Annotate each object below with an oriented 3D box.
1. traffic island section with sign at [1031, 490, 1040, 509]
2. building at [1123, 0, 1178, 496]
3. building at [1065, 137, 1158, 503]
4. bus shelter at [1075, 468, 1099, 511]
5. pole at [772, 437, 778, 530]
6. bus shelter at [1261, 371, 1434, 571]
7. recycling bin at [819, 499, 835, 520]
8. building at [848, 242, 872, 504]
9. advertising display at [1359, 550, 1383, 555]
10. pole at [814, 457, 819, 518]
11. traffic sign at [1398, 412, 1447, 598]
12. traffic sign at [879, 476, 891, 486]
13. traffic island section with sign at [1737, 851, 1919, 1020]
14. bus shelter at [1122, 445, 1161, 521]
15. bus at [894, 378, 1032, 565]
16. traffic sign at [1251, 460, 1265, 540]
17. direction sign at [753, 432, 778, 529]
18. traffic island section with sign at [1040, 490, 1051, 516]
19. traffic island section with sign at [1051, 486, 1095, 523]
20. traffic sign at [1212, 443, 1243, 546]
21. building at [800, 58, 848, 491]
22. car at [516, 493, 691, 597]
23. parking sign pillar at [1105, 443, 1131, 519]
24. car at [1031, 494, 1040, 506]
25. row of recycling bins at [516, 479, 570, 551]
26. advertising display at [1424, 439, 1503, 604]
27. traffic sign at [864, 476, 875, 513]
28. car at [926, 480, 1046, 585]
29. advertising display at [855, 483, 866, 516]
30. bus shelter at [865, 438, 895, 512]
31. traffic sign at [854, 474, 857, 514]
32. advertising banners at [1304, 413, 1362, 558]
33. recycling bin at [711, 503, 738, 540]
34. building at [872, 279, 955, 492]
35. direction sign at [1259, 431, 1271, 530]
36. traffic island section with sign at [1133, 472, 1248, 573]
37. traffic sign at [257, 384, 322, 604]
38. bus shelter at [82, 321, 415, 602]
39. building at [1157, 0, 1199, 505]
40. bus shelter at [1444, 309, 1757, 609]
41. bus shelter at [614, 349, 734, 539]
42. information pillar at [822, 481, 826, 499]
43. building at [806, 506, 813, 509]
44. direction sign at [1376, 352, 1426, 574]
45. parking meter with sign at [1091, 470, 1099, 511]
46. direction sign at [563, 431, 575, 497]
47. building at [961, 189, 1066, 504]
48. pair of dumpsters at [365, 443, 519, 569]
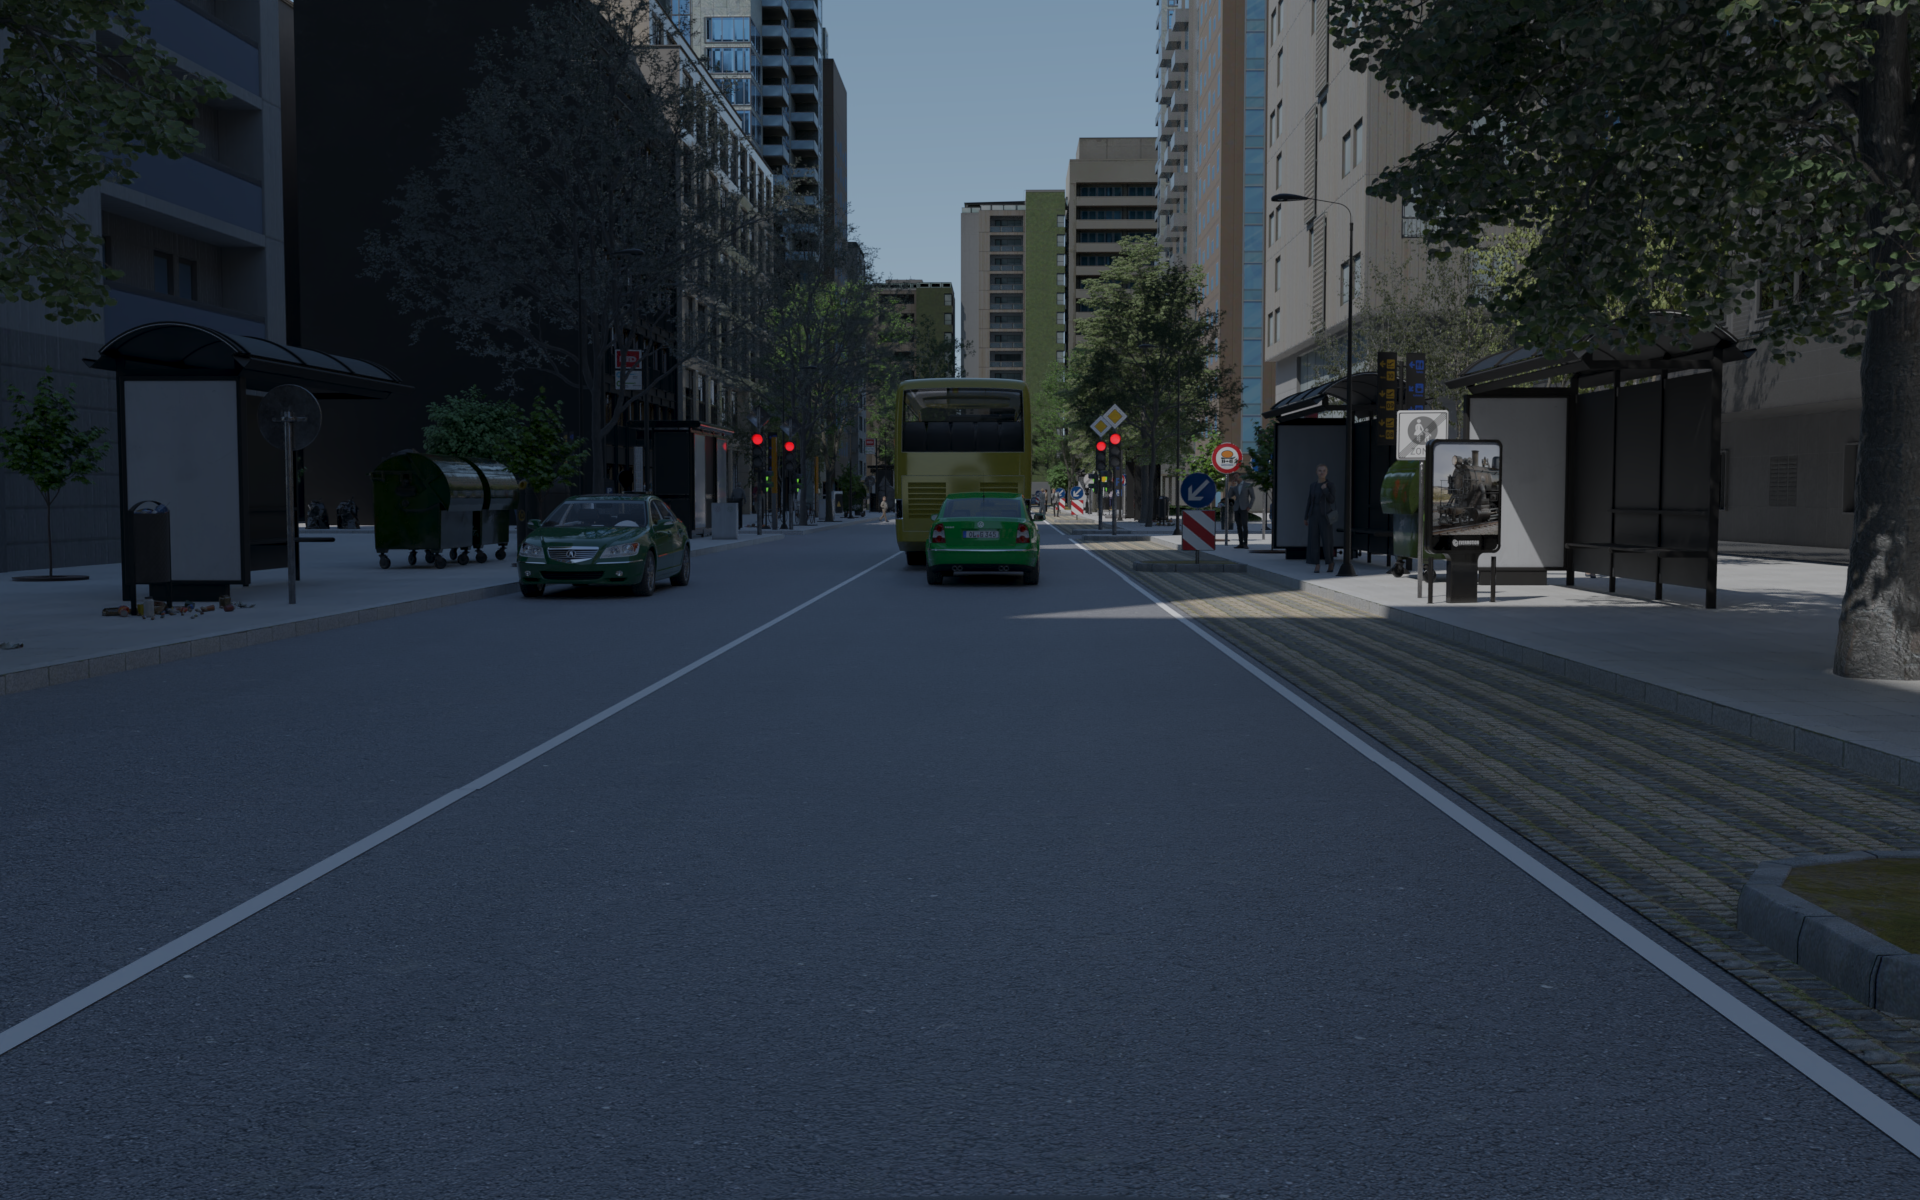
[{"bbox_3d":[7.783,-9.485,163.702,1.989,1.847,2.006,0,4,2],"label":"traffic island section with sign"},{"bbox_3d":[29.887,-53.493,187.283,22.319,86.520,31.000,0,4,2],"label":"building"},{"bbox_3d":[25.112,-37.573,238.017,21.600,48.544,21.300,0,4,2],"label":"building"},{"bbox_3d":[9.806,-8.388,131.072,2.014,3.302,5.546,0,4,1],"label":"bus shelter"},{"bbox_3d":[-6.633,-4.167,61.968,0.158,3.312,0.155,0,3,0],"label":"pole"},{"bbox_3d":[6.863,-2.289,31.355,2.014,3.302,5.546,0,4,1],"label":"bus shelter"},{"bbox_3d":[-6.678,-4.543,86.832,0.722,1.027,0.722,0,4,4],"label":"recycling bin"},{"bbox_3d":[-18.021,-26.161,199.431,14.107,30.474,14.160,0,4,2],"label":"building"},{"bbox_3d":[8.802,-1.923,36.656,0.123,1.923,0.974,-2,4,-35],"label":"advertising display"},{"bbox_3d":[-7.819,-6.147,94.343,0.158,3.312,0.155,0,3,0],"label":"pole"},{"bbox_3d":[5.672,-1.173,21.306,0.606,2.300,0.079,1,4,9],"label":"traffic sign"},{"bbox_3d":[-5.244,-7.389,120.807,0.884,2.594,0.081,0,4,4],"label":"traffic sign"},{"bbox_3d":[3.526,0.212,5.168,1.989,1.847,2.006,0,4,2],"label":"traffic island section with sign"},{"bbox_3d":[8.857,-5.752,85.335,1.731,3.624,6.357,0,4,1],"label":"bus shelter"},{"bbox_3d":[0.132,-2.828,37.790,2.896,3.916,12.252,0,4,1],"label":"bus"},{"bbox_3d":[8.529,-2.965,48.580,0.768,2.556,0.104,1,4,9],"label":"traffic sign"},{"bbox_3d":[-7.105,-4.365,63.369,0.876,3.537,0.379,0,4,1],"label":"direction sign"},{"bbox_3d":[6.443,-6.420,113.602,1.989,1.847,2.006,0,4,2],"label":"traffic island section with sign"},{"bbox_3d":[5.717,-4.767,86.574,1.989,1.847,2.006,0,4,2],"label":"traffic island section with sign"},{"bbox_3d":[6.618,-2.621,42.963,0.768,2.556,0.104,0,4,7],"label":"traffic sign"},{"bbox_3d":[-18.928,-32.154,175.835,14.600,45.320,14.200,0,4,2],"label":"building"},{"bbox_3d":[-5.198,-0.852,25.736,2.131,1.459,4.920,0,4,1],"label":"car"},{"bbox_3d":[8.352,-6.281,91.164,1.447,3.967,1.447,0,4,5],"label":"parking sign pillar"},{"bbox_3d":[8.610,-11.698,203.262,2.014,1.417,4.499,0,3,0],"label":"car"},{"bbox_3d":[-8.771,-1.802,36.568,1.069,1.692,3.534,-1,4,-18],"label":"row of recycling bins"},{"bbox_3d":[5.910,-0.926,20.352,0.974,1.923,0.123,-1,4,-17],"label":"advertising display"},{"bbox_3d":[-6.236,-7.310,119.626,0.768,2.556,0.104,1,4,11],"label":"traffic sign"},{"bbox_3d":[0.440,-1.219,28.720,1.959,1.807,4.718,0,4,3],"label":"car"},{"bbox_3d":[-6.062,-5.964,102.723,0.974,1.923,0.123,0,4,4],"label":"advertising display"},{"bbox_3d":[-5.695,-9.161,127.413,2.179,5.291,8.768,0,4,1],"label":"bus shelter"},{"bbox_3d":[-6.784,-6.839,111.931,0.768,2.556,0.104,1,4,11],"label":"traffic sign"},{"bbox_3d":[7.567,-2.392,35.292,0.090,3.025,2.074,-1,4,-21],"label":"advertising banners"},{"bbox_3d":[-6.661,-2.236,49.107,0.722,1.027,0.722,0,4,-5],"label":"recycling bin"},{"bbox_3d":[-7.702,-28.412,236.231,14.107,30.474,14.160,0,4,2],"label":"building"},{"bbox_3d":[10.872,-4.245,61.397,0.876,3.537,0.379,-2,4,-35],"label":"direction sign"},{"bbox_3d":[4.260,-1.452,32.369,1.989,1.847,2.006,0,4,2],"label":"traffic island section with sign"},{"bbox_3d":[-7.803,-1.227,20.161,0.768,2.556,0.104,0,4,4],"label":"traffic sign"},{"bbox_3d":[-9.187,-1.783,23.075,2.014,3.302,5.546,0,4,2],"label":"bus shelter"},{"bbox_3d":[29.823,-32.914,157.747,23.786,49.044,30.456,0,4,2],"label":"building"},{"bbox_3d":[7.762,-1.701,21.741,2.014,3.302,5.546,0,4,2],"label":"bus shelter"},{"bbox_3d":[-8.371,-4.460,50.556,2.179,5.291,8.768,0,4,2],"label":"bus shelter"},{"bbox_3d":[-7.749,-5.800,99.327,0.304,2.012,0.304,0,4,-1],"label":"information pillar"},{"bbox_3d":[-22.522,-51.333,151.961,22.319,86.520,31.000,0,4,2],"label":"building"},{"bbox_3d":[7.052,-2.187,27.759,0.876,3.537,0.379,-1,4,-19],"label":"direction sign"},{"bbox_3d":[9.836,-8.000,127.066,0.543,3.016,1.738,1,4,11],"label":"parking meter with sign"},{"bbox_3d":[-14.194,-4.339,62.934,0.379,3.537,0.876,-3,4,-37],"label":"direction sign"},{"bbox_3d":[7.084,-33.717,234.859,14.086,41.232,14.154,0,4,2],"label":"building"},{"bbox_3d":[-9.359,-1.774,31.501,1.574,2.255,4.437,0,4,1],"label":"pair of dumpsters"}]
